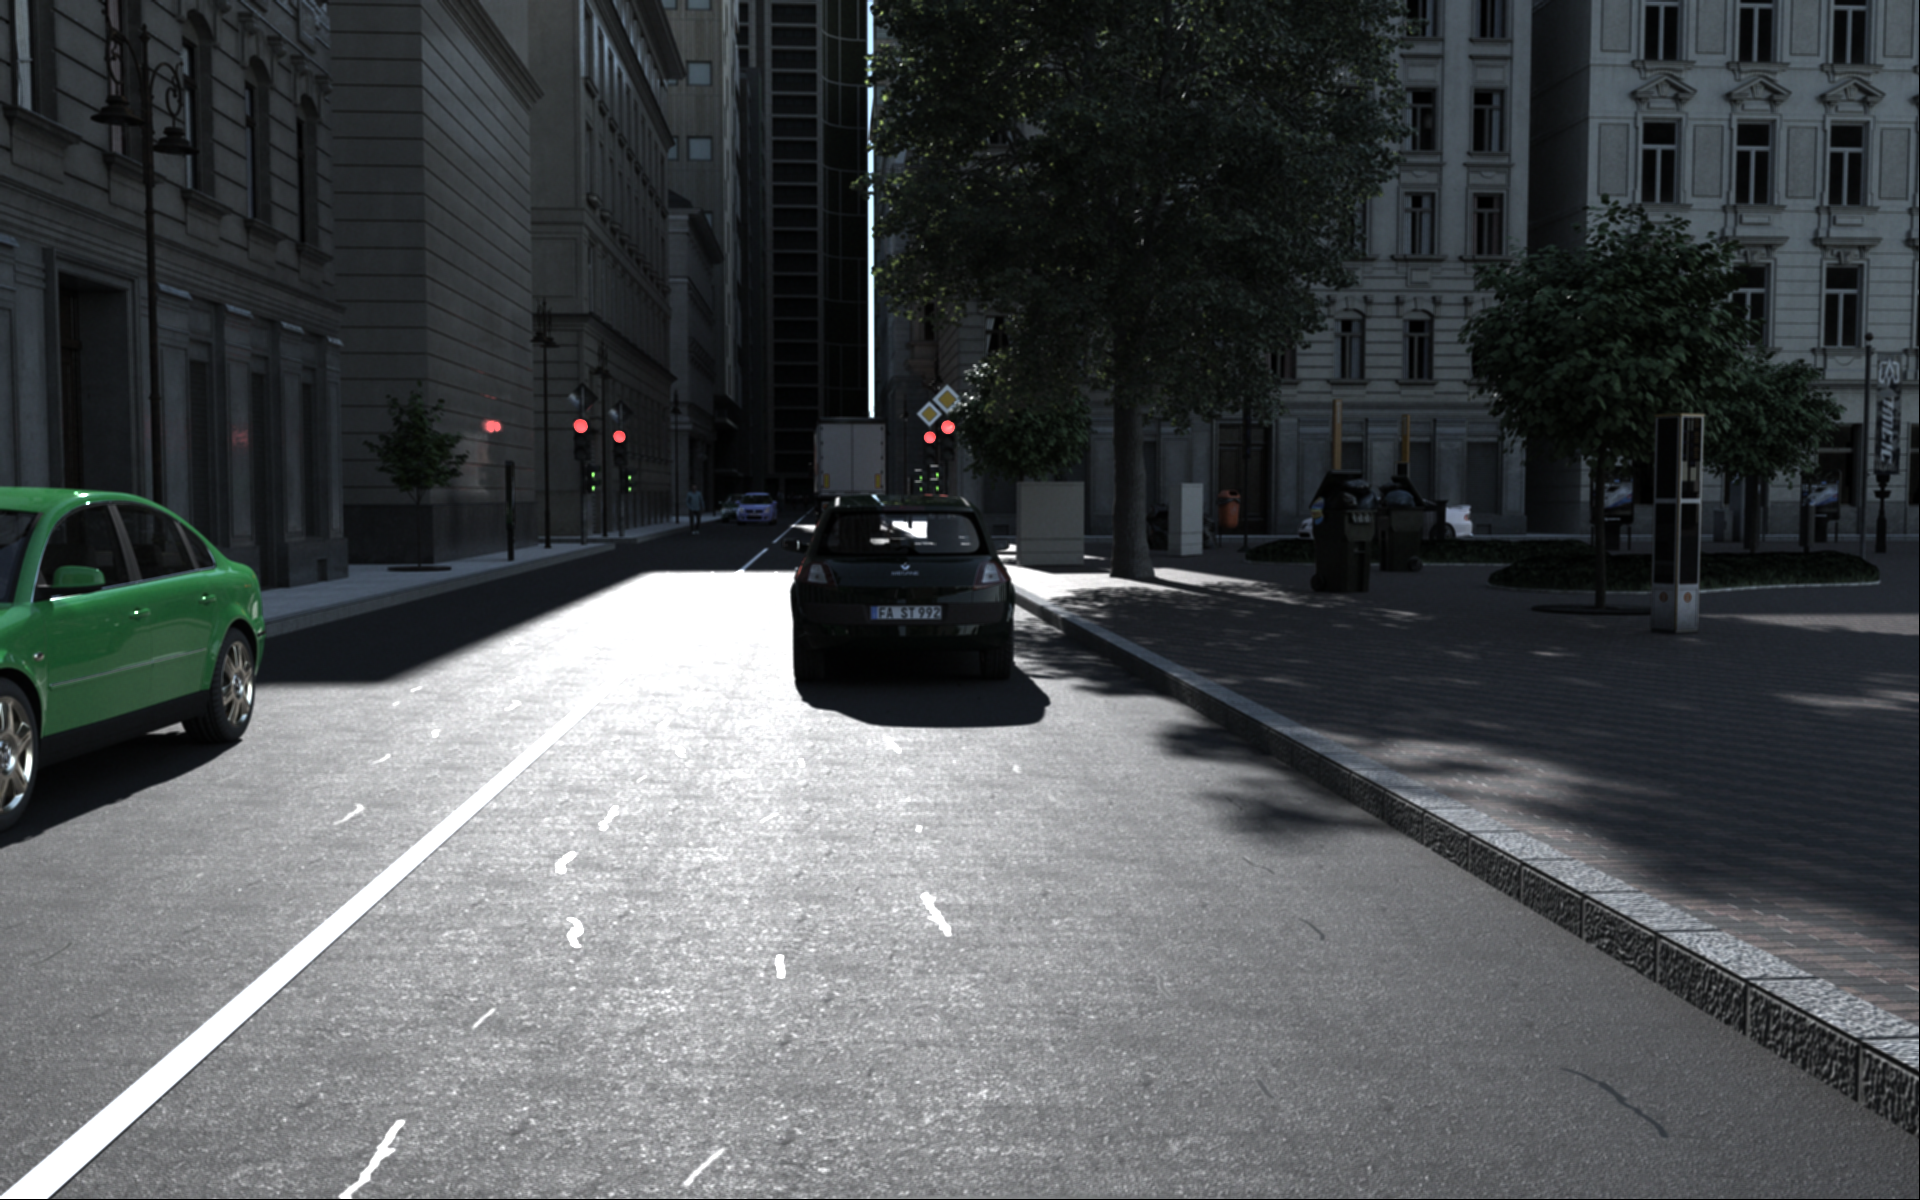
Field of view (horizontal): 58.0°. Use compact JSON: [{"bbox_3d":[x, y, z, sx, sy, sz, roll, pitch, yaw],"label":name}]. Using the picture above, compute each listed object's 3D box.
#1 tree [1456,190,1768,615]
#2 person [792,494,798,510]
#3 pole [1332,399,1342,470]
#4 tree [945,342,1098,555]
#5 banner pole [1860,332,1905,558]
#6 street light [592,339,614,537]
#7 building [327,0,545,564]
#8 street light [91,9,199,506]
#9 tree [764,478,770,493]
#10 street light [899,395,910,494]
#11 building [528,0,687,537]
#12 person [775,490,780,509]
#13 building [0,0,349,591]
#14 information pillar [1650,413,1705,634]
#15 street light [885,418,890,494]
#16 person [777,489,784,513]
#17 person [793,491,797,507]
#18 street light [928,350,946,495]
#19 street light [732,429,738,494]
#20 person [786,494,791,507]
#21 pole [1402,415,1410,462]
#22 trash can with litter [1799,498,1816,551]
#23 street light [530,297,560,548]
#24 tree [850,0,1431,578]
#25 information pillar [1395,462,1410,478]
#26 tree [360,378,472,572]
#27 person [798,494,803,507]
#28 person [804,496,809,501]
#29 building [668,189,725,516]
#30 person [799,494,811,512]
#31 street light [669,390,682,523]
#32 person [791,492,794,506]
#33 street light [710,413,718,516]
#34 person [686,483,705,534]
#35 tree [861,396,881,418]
[{"bbox_3d":[7.112,-2.155,18.942,4.285,4.588,4.351,0,3,0],"label":"tree"},{"bbox_3d":[-15.202,-9.064,159.928,0.421,1.427,0.697,3,4,37],"label":"person"},{"bbox_3d":[8.119,-2.661,37.350,0.158,3.312,0.155,0,3,0],"label":"pole"},{"bbox_3d":[1.334,-3.271,37.195,4.285,4.588,4.351,0,3,0],"label":"tree"},{"bbox_3d":[14.308,-2.261,26.987,0.863,3.779,0.401,-1,4,-13],"label":"banner pole"},{"bbox_3d":[-10.651,-4.832,51.787,0.468,5.910,1.993,0,4,-4],"label":"street light"},{"bbox_3d":[-22.146,-14.584,35.719,25.104,27.353,12.463,0,4,-4],"label":"building"},{"bbox_3d":[-8.014,-2.716,17.197,0.468,5.910,1.993,0,4,-4],"label":"street light"},{"bbox_3d":[-19.567,-10.881,172.503,1.663,3.219,1.824,0,3,0],"label":"tree"},{"bbox_3d":[-2.517,-6.524,79.462,0.468,5.910,1.993,0,4,-4],"label":"street light"},{"bbox_3d":[-19.596,-14.194,65.364,16.112,22.955,30.059,0,4,-4],"label":"building"},{"bbox_3d":[-17.622,-9.741,167.628,0.599,1.838,0.709,2,4,32],"label":"person"},{"bbox_3d":[-13.383,-10.248,16.700,9.793,20.994,18.267,0,4,-4],"label":"building"},{"bbox_3d":[6.604,-0.701,15.954,0.304,2.012,0.304,-2,4,-25],"label":"information pillar"},{"bbox_3d":[-4.356,-7.974,103.166,0.468,5.910,1.993,0,4,-4],"label":"street light"},{"bbox_3d":[-13.729,-7.583,132.559,0.705,1.814,1.350,-2,4,-24],"label":"person"},{"bbox_3d":[-18.288,-11.237,192.191,0.705,1.831,1.348,-1,4,-22],"label":"person"},{"bbox_3d":[-0.744,-5.074,55.753,0.468,5.910,1.993,0,4,-4],"label":"street light"},{"bbox_3d":[-16.030,-9.204,123.273,0.468,5.910,1.993,0,4,-4],"label":"street light"},{"bbox_3d":[-19.363,-11.257,195.735,0.799,1.438,0.628,1,4,17],"label":"person"},{"bbox_3d":[11.455,-3.102,44.567,0.158,3.312,0.155,0,3,0],"label":"pole"},{"bbox_3d":[15.527,-1.248,31.457,1.678,1.210,2.233,2,4,29],"label":"trash can with litter"},{"bbox_3d":[-9.776,-4.166,40.907,0.468,5.910,1.993,0,4,-4],"label":"street light"},{"bbox_3d":[2.659,-7.322,26.378,9.857,13.997,8.962,0,3,0],"label":"tree"},{"bbox_3d":[10.050,-2.134,39.389,0.304,2.012,0.304,1,4,17],"label":"information pillar"},{"bbox_3d":[-9.032,-2.102,28.966,1.663,3.219,1.824,0,3,0],"label":"tree"},{"bbox_3d":[-17.198,-10.683,186.348,0.628,1.438,0.799,0,4,-3],"label":"person"},{"bbox_3d":[-17.563,-11.365,197.501,0.628,1.438,0.799,-2,4,-24],"label":"person"},{"bbox_3d":[-20.173,-15.294,100.970,10.553,20.767,40.483,0,4,-4],"label":"building"},{"bbox_3d":[-12.433,-7.818,139.580,1.065,1.426,0.557,1,4,21],"label":"person"},{"bbox_3d":[-12.410,-6.304,75.859,0.468,5.910,1.993,0,4,-4],"label":"street light"},{"bbox_3d":[-19.669,-11.840,203.006,0.541,1.710,0.530,-3,4,-38],"label":"person"},{"bbox_3d":[-14.147,-7.754,99.572,0.468,5.910,1.993,0,4,-4],"label":"street light"},{"bbox_3d":[-9.518,-3.282,62.175,0.660,1.820,0.620,-2,4,-25],"label":"person"},{"bbox_3d":[-5.590,-11.044,130.936,4.360,8.622,3.978,0,3,0],"label":"tree"}]
